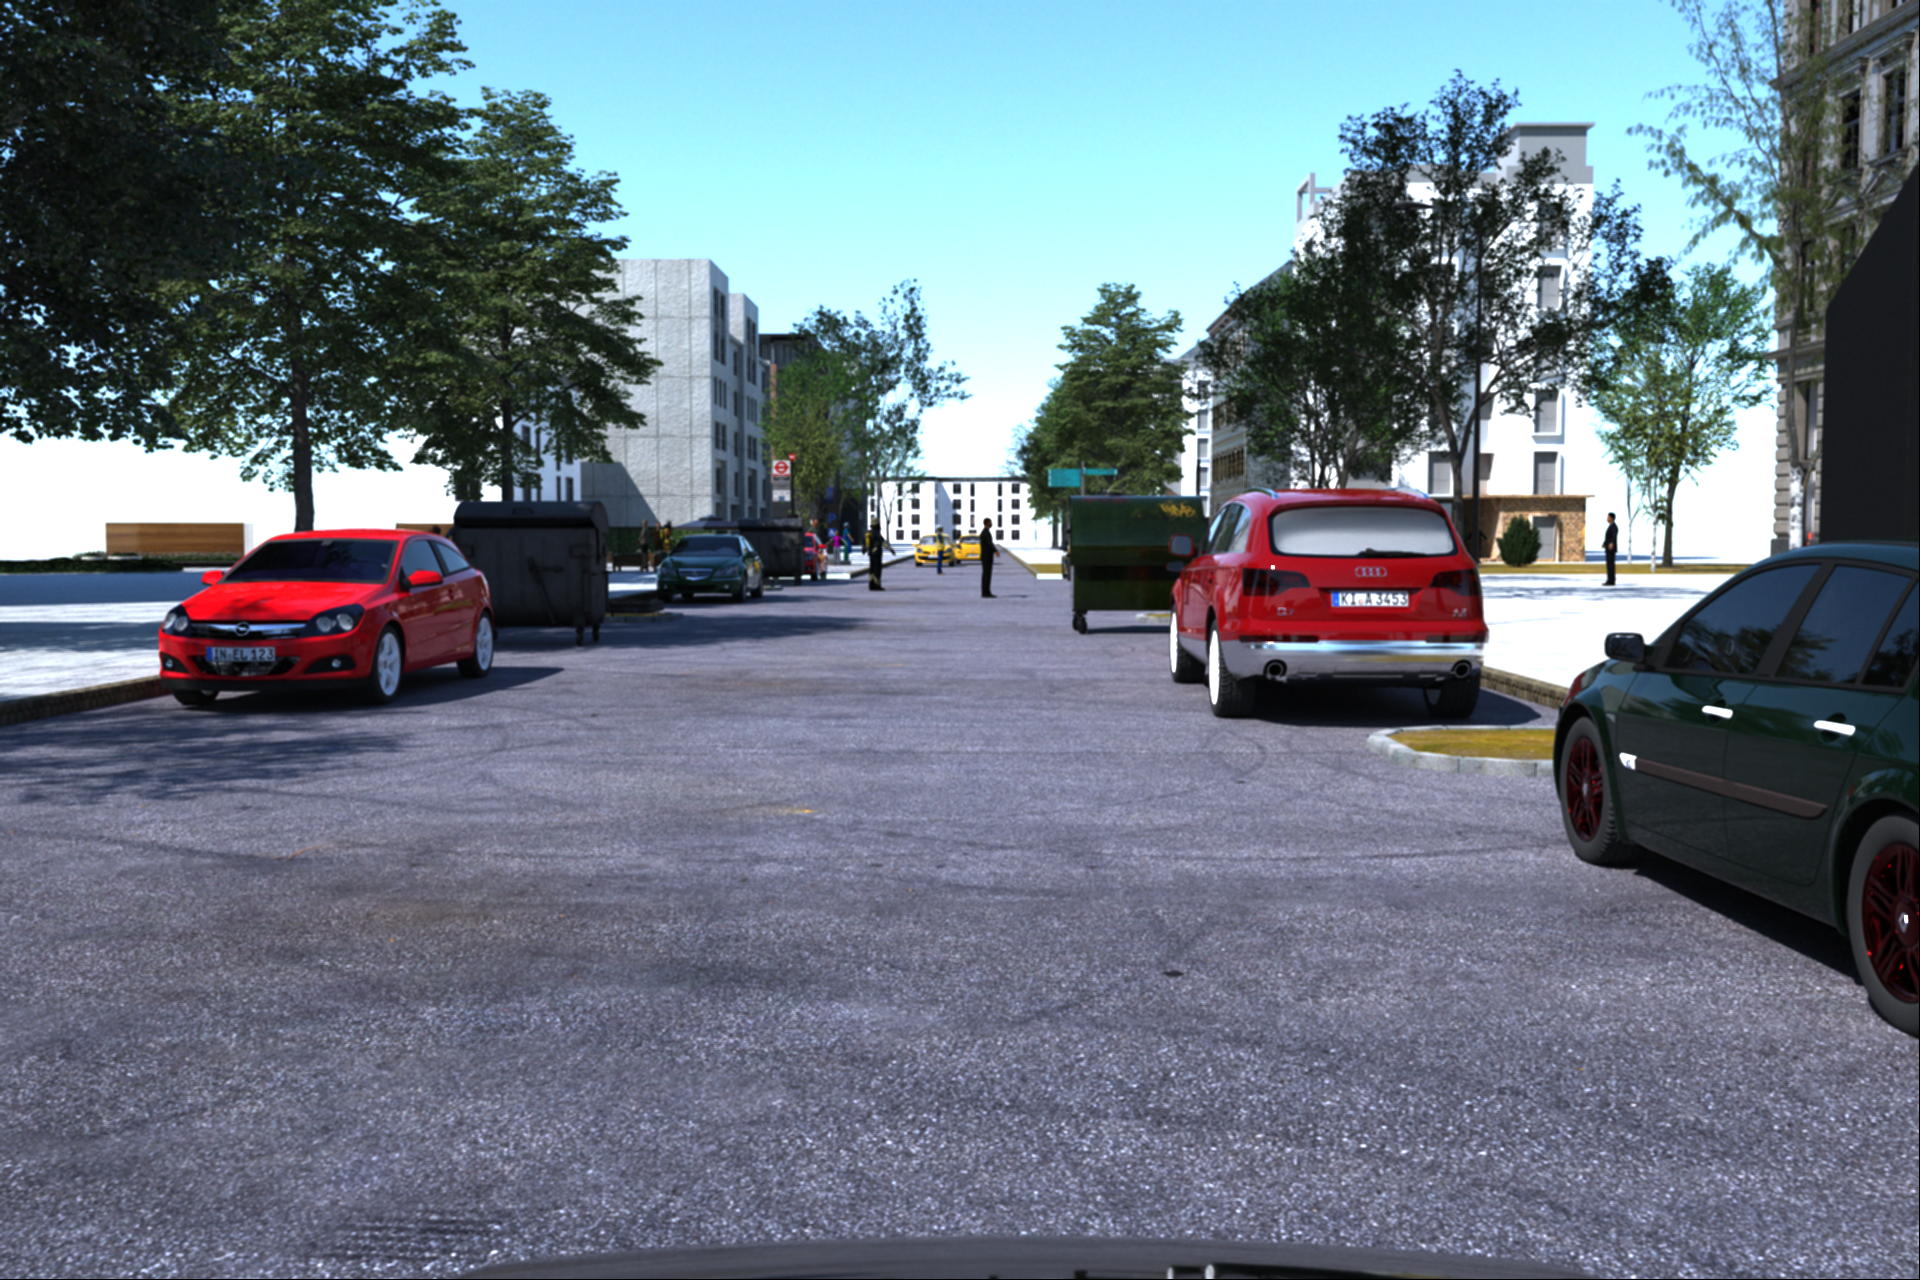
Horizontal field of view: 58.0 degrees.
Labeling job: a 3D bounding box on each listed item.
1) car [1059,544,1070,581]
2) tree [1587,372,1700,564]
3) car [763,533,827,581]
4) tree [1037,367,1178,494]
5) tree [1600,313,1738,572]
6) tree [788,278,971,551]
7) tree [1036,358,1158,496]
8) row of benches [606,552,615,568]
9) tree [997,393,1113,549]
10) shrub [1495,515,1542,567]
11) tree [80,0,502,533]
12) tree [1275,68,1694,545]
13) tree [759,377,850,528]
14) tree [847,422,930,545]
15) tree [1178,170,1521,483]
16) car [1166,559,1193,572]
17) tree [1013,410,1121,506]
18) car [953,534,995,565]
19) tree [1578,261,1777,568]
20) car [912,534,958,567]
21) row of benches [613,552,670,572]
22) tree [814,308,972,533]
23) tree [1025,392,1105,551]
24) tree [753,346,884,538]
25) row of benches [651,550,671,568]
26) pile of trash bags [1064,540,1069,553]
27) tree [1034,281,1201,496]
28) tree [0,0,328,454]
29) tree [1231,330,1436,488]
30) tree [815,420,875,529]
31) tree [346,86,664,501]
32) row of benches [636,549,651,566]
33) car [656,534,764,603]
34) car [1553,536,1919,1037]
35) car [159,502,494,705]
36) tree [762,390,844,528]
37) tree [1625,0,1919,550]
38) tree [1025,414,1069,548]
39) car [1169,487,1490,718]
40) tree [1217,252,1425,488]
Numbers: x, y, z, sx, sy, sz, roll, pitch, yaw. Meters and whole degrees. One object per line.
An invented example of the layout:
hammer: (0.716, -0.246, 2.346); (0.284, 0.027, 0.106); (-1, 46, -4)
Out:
car: (4.141, -2.732, 54.459); (2.009, 1.686, 4.222); (0, 3, 0)
tree: (28.449, -7.555, 73.883); (4.360, 8.622, 3.978); (0, 3, 0)
car: (-5.212, -2.777, 54.449); (2.155, 1.783, 4.494); (0, 4, 1)
tree: (7.584, -9.412, 88.306); (7.601, 10.594, 8.767); (-1, 4, -13)
tree: (23.658, -6.596, 58.200); (4.737, 8.622, 4.395); (0, 3, 0)
tree: (-5.778, -16.621, 127.649); (12.611, 20.169, 13.585); (0, 3, 0)
tree: (8.085, -10.796, 102.266); (9.928, 11.665, 9.643); (0, 3, 0)
row of benches: (-13.698, -2.989, 64.326); (1.422, 0.672, 4.104); (0, 4, 7)
tree: (8.221, -14.408, 145.946); (12.009, 13.543, 11.850); (0, 3, 0)
shrub: (21.584, -3.843, 66.875); (1.661, 2.075, 1.752); (0, 3, 0)
tree: (-11.901, -6.892, 30.813); (7.486, 12.596, 7.792); (0, 3, 0)
tree: (10.002, -6.091, 34.004); (8.767, 10.594, 7.601); (2, 4, 29)
tree: (-7.319, -8.050, 81.984); (4.737, 8.622, 4.395); (0, 3, 0)
tree: (-6.580, -14.244, 158.637); (9.928, 11.665, 9.643); (0, 3, 0)
tree: (9.958, -6.787, 45.386); (8.767, 10.594, 7.601); (0, 4, -4)
car: (3.585, -0.708, 20.613); (2.155, 1.783, 4.494); (0, 4, 1)
tree: (8.160, -11.340, 119.818); (8.767, 10.594, 7.601); (-1, 4, -18)
car: (0.646, -4.439, 82.805); (2.015, 1.641, 3.980); (0, 4, 1)
tree: (27.146, -8.560, 65.708); (9.928, 11.665, 9.643); (0, 3, 0)
car: (-1.093, -4.094, 77.165); (2.015, 1.641, 3.980); (0, 4, 1)
row of benches: (-9.899, -2.658, 58.921); (4.104, 0.672, 1.422); (0, 4, 8)
tree: (-5.643, -17.655, 144.544); (12.611, 20.169, 13.585); (0, 3, 0)
tree: (8.390, -13.269, 135.081); (7.486, 12.596, 7.792); (0, 3, 0)
tree: (-7.775, -10.389, 95.619); (9.928, 11.665, 9.643); (0, 3, 0)
row of benches: (-9.881, -3.104, 66.220); (4.104, 0.672, 1.422); (-1, 4, -21)
pile of trash bags: (5.176, -3.737, 70.851); (1.912, 1.369, 3.447); (0, 4, 1)
tree: (7.267, -9.821, 78.700); (7.486, 12.596, 7.792); (0, 3, 0)
tree: (-12.120, -6.900, 19.478); (9.857, 13.997, 8.962); (0, 3, 0)
tree: (16.080, -8.554, 74.274); (8.767, 10.594, 7.601); (0, 4, -1)
tree: (-7.774, -9.643, 108.021); (4.360, 8.622, 3.978); (0, 3, 0)
tree: (-11.507, -7.711, 44.199); (7.486, 12.596, 7.792); (0, 3, 0)
row of benches: (-13.016, -3.413, 71.258); (1.422, 0.672, 4.104); (-1, 4, -10)
car: (-5.380, -1.581, 37.644); (2.131, 1.459, 4.920); (0, 4, 1)
car: (3.547, 0.213, 6.305); (2.009, 1.686, 4.222); (0, 4, 1)
car: (-5.658, -0.418, 15.881); (2.155, 1.783, 4.494); (0, 4, 1)
tree: (-7.697, -8.418, 87.994); (4.737, 8.622, 4.395); (0, 3, 0)
tree: (9.310, -4.235, 19.611); (4.360, 8.622, 3.978); (0, 3, 0)
tree: (8.901, -14.696, 158.410); (7.486, 12.596, 7.792); (0, 3, 0)
car: (3.022, -0.390, 15.054); (2.281, 1.827, 5.304); (0, 4, 1)
tree: (13.104, -8.423, 63.474); (9.928, 11.665, 9.643); (0, 3, 0)
